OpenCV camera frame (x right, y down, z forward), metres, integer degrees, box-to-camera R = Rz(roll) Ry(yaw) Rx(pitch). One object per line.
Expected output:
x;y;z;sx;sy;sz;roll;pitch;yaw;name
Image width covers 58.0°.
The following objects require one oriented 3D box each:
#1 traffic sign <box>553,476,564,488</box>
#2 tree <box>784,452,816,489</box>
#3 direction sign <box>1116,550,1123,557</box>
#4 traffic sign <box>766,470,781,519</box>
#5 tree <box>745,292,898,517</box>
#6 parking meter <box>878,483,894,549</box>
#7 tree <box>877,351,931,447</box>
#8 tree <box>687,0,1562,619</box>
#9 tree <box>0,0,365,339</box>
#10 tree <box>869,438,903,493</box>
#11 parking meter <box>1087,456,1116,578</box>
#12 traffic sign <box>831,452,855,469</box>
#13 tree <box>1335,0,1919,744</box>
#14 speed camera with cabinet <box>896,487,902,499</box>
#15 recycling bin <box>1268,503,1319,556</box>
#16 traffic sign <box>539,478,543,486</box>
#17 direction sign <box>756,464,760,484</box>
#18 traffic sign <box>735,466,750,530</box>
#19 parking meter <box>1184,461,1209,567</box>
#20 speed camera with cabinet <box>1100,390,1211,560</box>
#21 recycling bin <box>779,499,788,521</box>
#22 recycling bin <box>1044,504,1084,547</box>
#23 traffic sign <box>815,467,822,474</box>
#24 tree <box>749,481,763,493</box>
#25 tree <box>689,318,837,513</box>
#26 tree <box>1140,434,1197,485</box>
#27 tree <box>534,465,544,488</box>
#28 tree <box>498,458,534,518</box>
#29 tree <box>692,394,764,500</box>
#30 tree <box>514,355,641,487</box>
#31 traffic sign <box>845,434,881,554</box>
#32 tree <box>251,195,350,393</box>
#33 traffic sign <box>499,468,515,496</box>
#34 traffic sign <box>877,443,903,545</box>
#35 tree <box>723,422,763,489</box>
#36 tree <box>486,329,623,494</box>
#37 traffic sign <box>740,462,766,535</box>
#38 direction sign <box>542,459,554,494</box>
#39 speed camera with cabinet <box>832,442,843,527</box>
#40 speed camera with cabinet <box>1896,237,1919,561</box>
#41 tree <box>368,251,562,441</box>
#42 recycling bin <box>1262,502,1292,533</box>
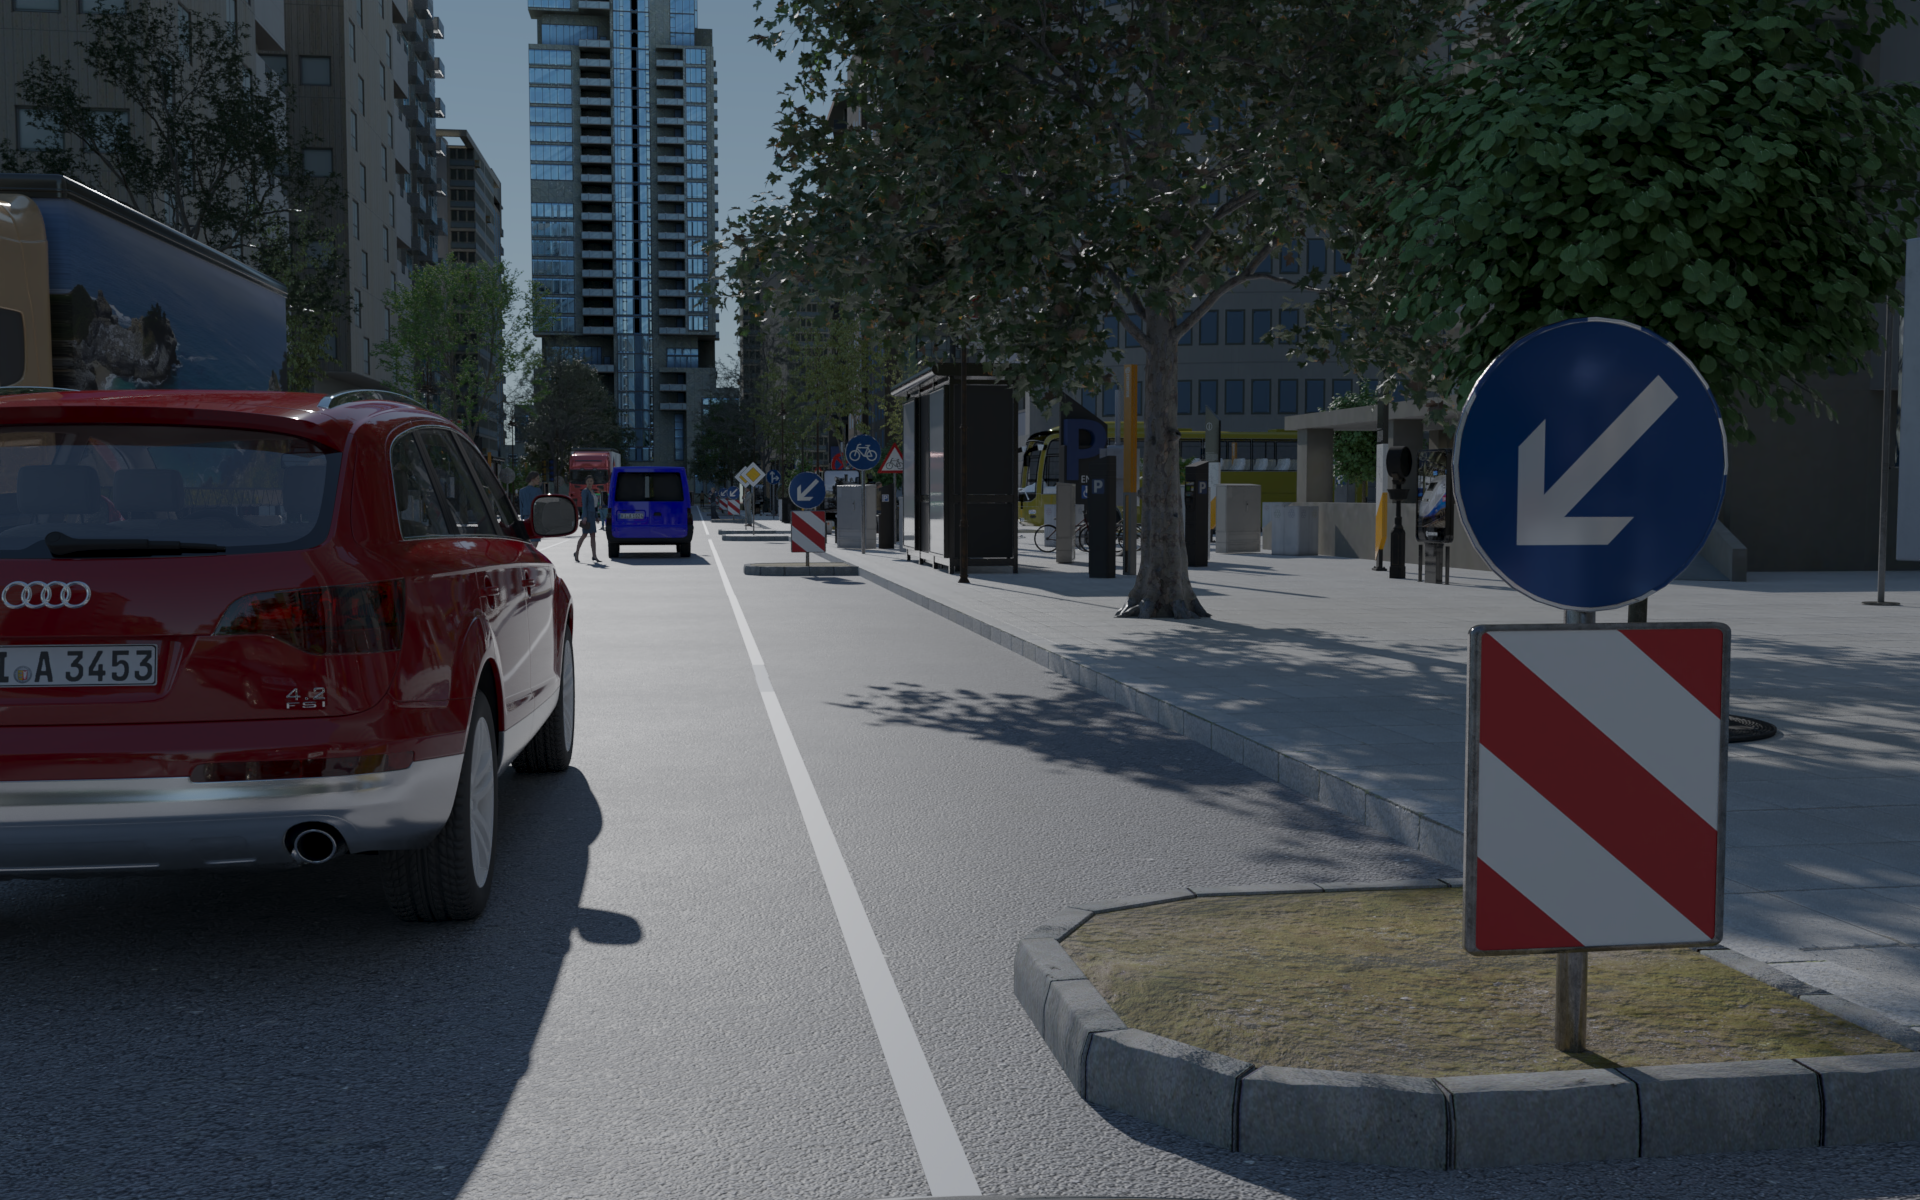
-27.799;-7.328;119.926;0.768;2.556;0.104;0;4;-2;traffic sign
-6.466;-4.773;72.645;1.663;3.219;1.824;0;3;0;tree
3.394;-2.663;35.532;0.379;3.537;0.876;0;4;4;direction sign
-9.705;-5.510;90.198;0.768;2.556;0.104;0;4;-2;traffic sign
-3.378;-6.064;49.503;4.737;8.622;4.395;0;3;0;tree
-1.729;-1.972;40.655;0.372;1.533;0.369;0;3;0;parking meter
-2.273;-8.292;85.942;4.360;8.622;3.978;0;3;0;tree
2.010;-6.168;17.853;9.611;12.733;9.660;0;3;0;tree
-14.995;-5.973;32.065;8.767;10.594;7.601;0;4;0;tree
-3.821;-7.168;100.915;4.285;4.588;4.351;0;3;0;tree
2.166;-1.269;26.463;0.399;1.863;0.255;3;4;38;parking meter
-3.530;-3.214;52.654;0.768;2.556;0.104;0;4;-5;traffic sign
3.646;-1.575;9.471;4.285;4.588;4.351;0;3;0;tree
-3.258;-7.353;114.558;2.038;3.252;0.660;1;4;18;speed camera with cabinet
7.025;-1.453;36.310;0.722;1.027;0.722;-3;5;-41;recycling bin
-29.471;-7.377;120.711;0.768;2.556;0.104;0;4;-7;traffic sign
-15.241;-8.387;129.119;0.876;3.537;0.379;3;4;38;direction sign
-7.654;-3.560;61.841;0.795;2.450;0.064;-1;4;-9;traffic sign
4.168;-1.518;30.535;0.399;1.863;0.255;-3;5;-39;parking meter
3.707;-2.358;32.889;2.038;3.252;0.660;1;4;18;speed camera with cabinet
-8.168;-4.233;81.770;0.722;1.027;0.722;-1;4;-10;recycling bin
2.537;-1.814;42.214;0.722;1.027;0.722;3;5;42;recycling bin
-6.341;-4.735;77.424;0.884;2.594;0.081;0;4;-8;traffic sign
-17.320;-9.184;144.757;1.663;3.219;1.824;0;3;0;tree
-13.584;-12.842;120.343;12.009;13.543;11.850;0;3;0;tree
5.677;-3.199;46.907;1.663;3.219;1.824;0;3;0;tree
-24.407;-6.285;97.369;1.663;3.219;1.824;0;3;0;tree
-24.101;-6.047;93.464;1.663;3.219;1.824;0;3;0;tree
-23.278;-15.310;176.078;9.928;11.665;9.643;0;3;0;tree
-31.558;-13.718;141.290;9.611;12.733;9.660;0;3;0;tree
-2.068;-2.260;37.051;0.768;2.556;0.104;0;4;-2;traffic sign
-16.871;-5.645;42.652;4.737;8.622;4.395;0;3;0;tree
-21.812;-5.098;83.464;0.768;2.556;0.104;0;4;-5;traffic sign
-1.651;-2.684;43.886;0.884;2.594;0.081;0;4;-3;traffic sign
-20.808;-13.280;167.497;4.360;8.622;3.978;0;3;0;tree
-29.964;-13.339;128.457;12.009;13.543;11.850;0;3;0;tree
-6.436;-3.077;53.949;0.795;2.450;0.064;-1;4;-9;traffic sign
-26.497;-7.302;111.390;0.876;3.537;0.379;1;4;19;direction sign
-4.885;-4.428;66.741;0.660;3.252;2.038;-1;4;-17;speed camera with cabinet
3.839;-0.656;5.067;0.660;3.252;2.038;-1;4;-22;speed camera with cabinet
-20.956;-9.019;73.215;9.928;11.665;9.643;0;3;0;tree
9.839;-2.511;53.602;0.722;1.027;0.722;3;5;41;recycling bin
